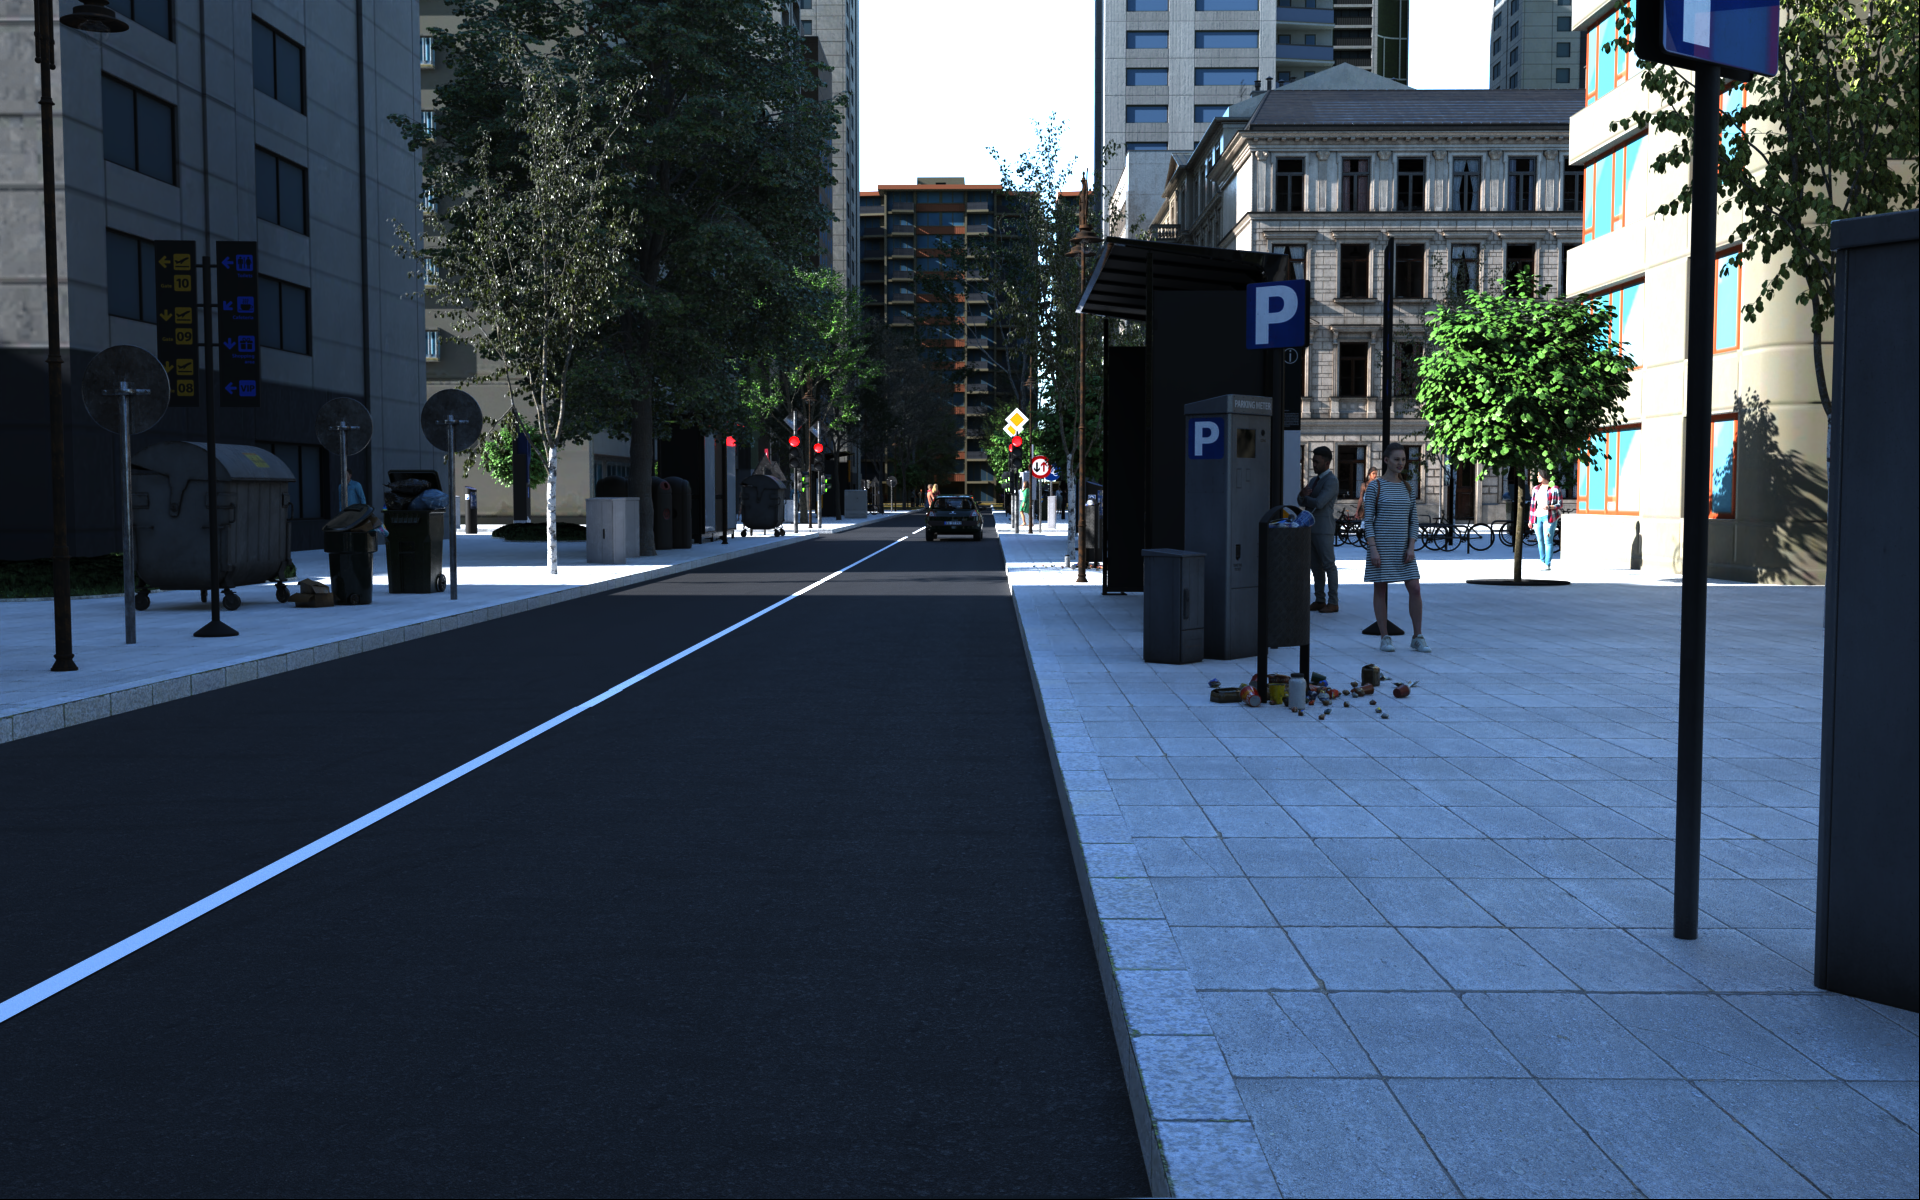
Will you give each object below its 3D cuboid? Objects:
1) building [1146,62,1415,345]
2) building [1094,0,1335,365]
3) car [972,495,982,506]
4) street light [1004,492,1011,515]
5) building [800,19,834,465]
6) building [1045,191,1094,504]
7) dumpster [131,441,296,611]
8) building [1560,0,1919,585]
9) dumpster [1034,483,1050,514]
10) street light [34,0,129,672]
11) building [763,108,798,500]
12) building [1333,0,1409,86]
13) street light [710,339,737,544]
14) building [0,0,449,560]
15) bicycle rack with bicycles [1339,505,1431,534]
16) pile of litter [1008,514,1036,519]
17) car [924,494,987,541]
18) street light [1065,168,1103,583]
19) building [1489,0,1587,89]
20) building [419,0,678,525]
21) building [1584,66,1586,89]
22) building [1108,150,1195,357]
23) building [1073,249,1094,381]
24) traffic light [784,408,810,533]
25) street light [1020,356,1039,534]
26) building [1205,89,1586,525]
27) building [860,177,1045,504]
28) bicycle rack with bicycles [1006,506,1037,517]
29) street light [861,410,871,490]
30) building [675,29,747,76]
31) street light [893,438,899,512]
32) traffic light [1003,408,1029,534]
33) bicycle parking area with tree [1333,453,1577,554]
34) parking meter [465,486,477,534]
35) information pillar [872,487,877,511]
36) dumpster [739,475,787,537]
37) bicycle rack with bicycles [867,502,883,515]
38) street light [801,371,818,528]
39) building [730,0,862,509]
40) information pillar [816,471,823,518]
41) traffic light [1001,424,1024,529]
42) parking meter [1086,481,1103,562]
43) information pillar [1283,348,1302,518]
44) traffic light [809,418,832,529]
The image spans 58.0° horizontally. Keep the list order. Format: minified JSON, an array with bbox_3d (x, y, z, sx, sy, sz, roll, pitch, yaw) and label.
[{"bbox_3d":[18.227,-17.282,101.653,14.460,24.649,34.723,0,4,1],"label":"building"},{"bbox_3d":[22.612,-37.584,156.490,21.231,58.520,28.212,0,4,1],"label":"building"},{"bbox_3d":[0.097,-4.728,89.304,2.014,1.417,4.499,0,4,2],"label":"car"},{"bbox_3d":[3.138,-8.270,107.997,0.468,5.910,1.993,0,4,1],"label":"street light"},{"bbox_3d":[-19.831,-31.654,167.657,14.600,45.320,14.200,0,4,1],"label":"building"},{"bbox_3d":[25.987,-35.903,241.638,28.867,44.769,22.147,0,4,1],"label":"building"},{"bbox_3d":[-8.508,-0.852,19.694,1.264,1.857,1.865,0,4,1],"label":"dumpster"},{"bbox_3d":[25.134,-10.578,17.997,27.650,21.520,28.899,0,4,1],"label":"building"},{"bbox_3d":[4.286,-5.220,91.110,1.264,1.857,1.865,0,4,1],"label":"dumpster"},{"bbox_3d":[-6.516,-2.424,12.422,0.468,5.910,1.993,0,4,1],"label":"street light"},{"bbox_3d":[-20.073,-21.922,130.128,14.160,30.474,14.107,0,4,1],"label":"building"},{"bbox_3d":[50.940,-49.007,239.518,20.611,71.187,20.563,0,4,1],"label":"building"},{"bbox_3d":[-6.032,-4.371,44.252,0.468,5.910,1.993,0,4,1],"label":"street light"},{"bbox_3d":[-25.014,-36.658,37.609,20.611,71.187,20.563,0,4,1],"label":"building"},{"bbox_3d":[13.812,-2.581,55.589,2.852,0.926,2.925,-1,4,-14],"label":"bicycle rack with bicycles"},{"bbox_3d":[3.388,-4.585,88.927,1.719,0.858,1.176,2,4,25],"label":"pile of litter"},{"bbox_3d":[-0.158,-2.720,54.254,2.009,1.686,4.222,0,4,2],"label":"car"},{"bbox_3d":[1.771,-3.192,24.982,0.468,5.910,1.993,0,4,1],"label":"street light"},{"bbox_3d":[70.228,-46.300,195.251,20.611,71.187,20.563,0,4,1],"label":"building"},{"bbox_3d":[-25.988,-28.018,81.794,21.300,48.544,21.600,0,4,1],"label":"building"},{"bbox_3d":[49.035,-16.840,79.854,34.151,26.468,19.350,0,4,1],"label":"building"},{"bbox_3d":[17.707,-19.031,129.182,12.078,24.808,19.932,0,4,1],"label":"building"},{"bbox_3d":[19.924,-26.205,200.147,14.160,30.474,14.107,0,4,1],"label":"building"},{"bbox_3d":[-5.333,-4.125,56.361,0.839,4.253,0.868,0,4,1],"label":"traffic light"},{"bbox_3d":[2.286,-5.083,55.890,0.468,5.910,1.993,0,4,1],"label":"street light"},{"bbox_3d":[21.172,-12.985,76.933,19.286,19.102,10.561,0,4,1],"label":"building"},{"bbox_3d":[-3.287,-35.923,241.972,28.867,44.769,22.147,0,4,1],"label":"building"},{"bbox_3d":[4.034,-5.147,97.533,2.925,0.926,2.852,-2,4,-29],"label":"bicycle rack with bicycles"},{"bbox_3d":[-5.198,-7.511,95.588,0.468,5.910,1.993,0,4,1],"label":"street light"},{"bbox_3d":[-20.437,-20.573,108.065,14.160,30.474,14.107,0,4,1],"label":"building"},{"bbox_3d":[-4.712,-9.394,126.372,0.468,5.910,1.993,0,4,1],"label":"street light"},{"bbox_3d":[1.827,-4.119,56.262,0.839,4.253,0.868,0,4,1],"label":"traffic light"},{"bbox_3d":[12.410,-3.277,40.586,9.016,4.147,8.231,1,4,14],"label":"bicycle parking area with tree"},{"bbox_3d":[-15.769,-2.902,55.860,0.372,1.533,0.369,0,3,0],"label":"parking meter"},{"bbox_3d":[-6.384,-7.674,129.964,0.304,2.012,0.304,1,4,22],"label":"information pillar"},{"bbox_3d":[-5.937,-2.836,52.129,1.264,1.857,1.865,0,4,1],"label":"dumpster"},{"bbox_3d":[-6.084,-5.733,107.109,2.925,0.926,2.852,-1,4,-20],"label":"bicycle rack with bicycles"},{"bbox_3d":[-5.626,-5.639,64.986,0.468,5.910,1.993,0,4,1],"label":"street light"},{"bbox_3d":[-22.275,-46.396,196.819,20.611,71.187,20.563,0,4,1],"label":"building"},{"bbox_3d":[-7.477,-6.163,92.121,0.183,3.616,0.504,2,4,29],"label":"information pillar"},{"bbox_3d":[1.956,-4.607,64.246,0.839,4.253,0.868,0,4,1],"label":"traffic light"},{"bbox_3d":[2.568,-1.495,32.860,0.372,1.533,0.369,0,3,0],"label":"parking meter"},{"bbox_3d":[4.196,-1.906,22.511,0.504,3.616,0.183,0,4,-2],"label":"information pillar"},{"bbox_3d":[-5.204,-4.613,64.345,0.839,4.253,0.868,0,4,1],"label":"traffic light"}]
